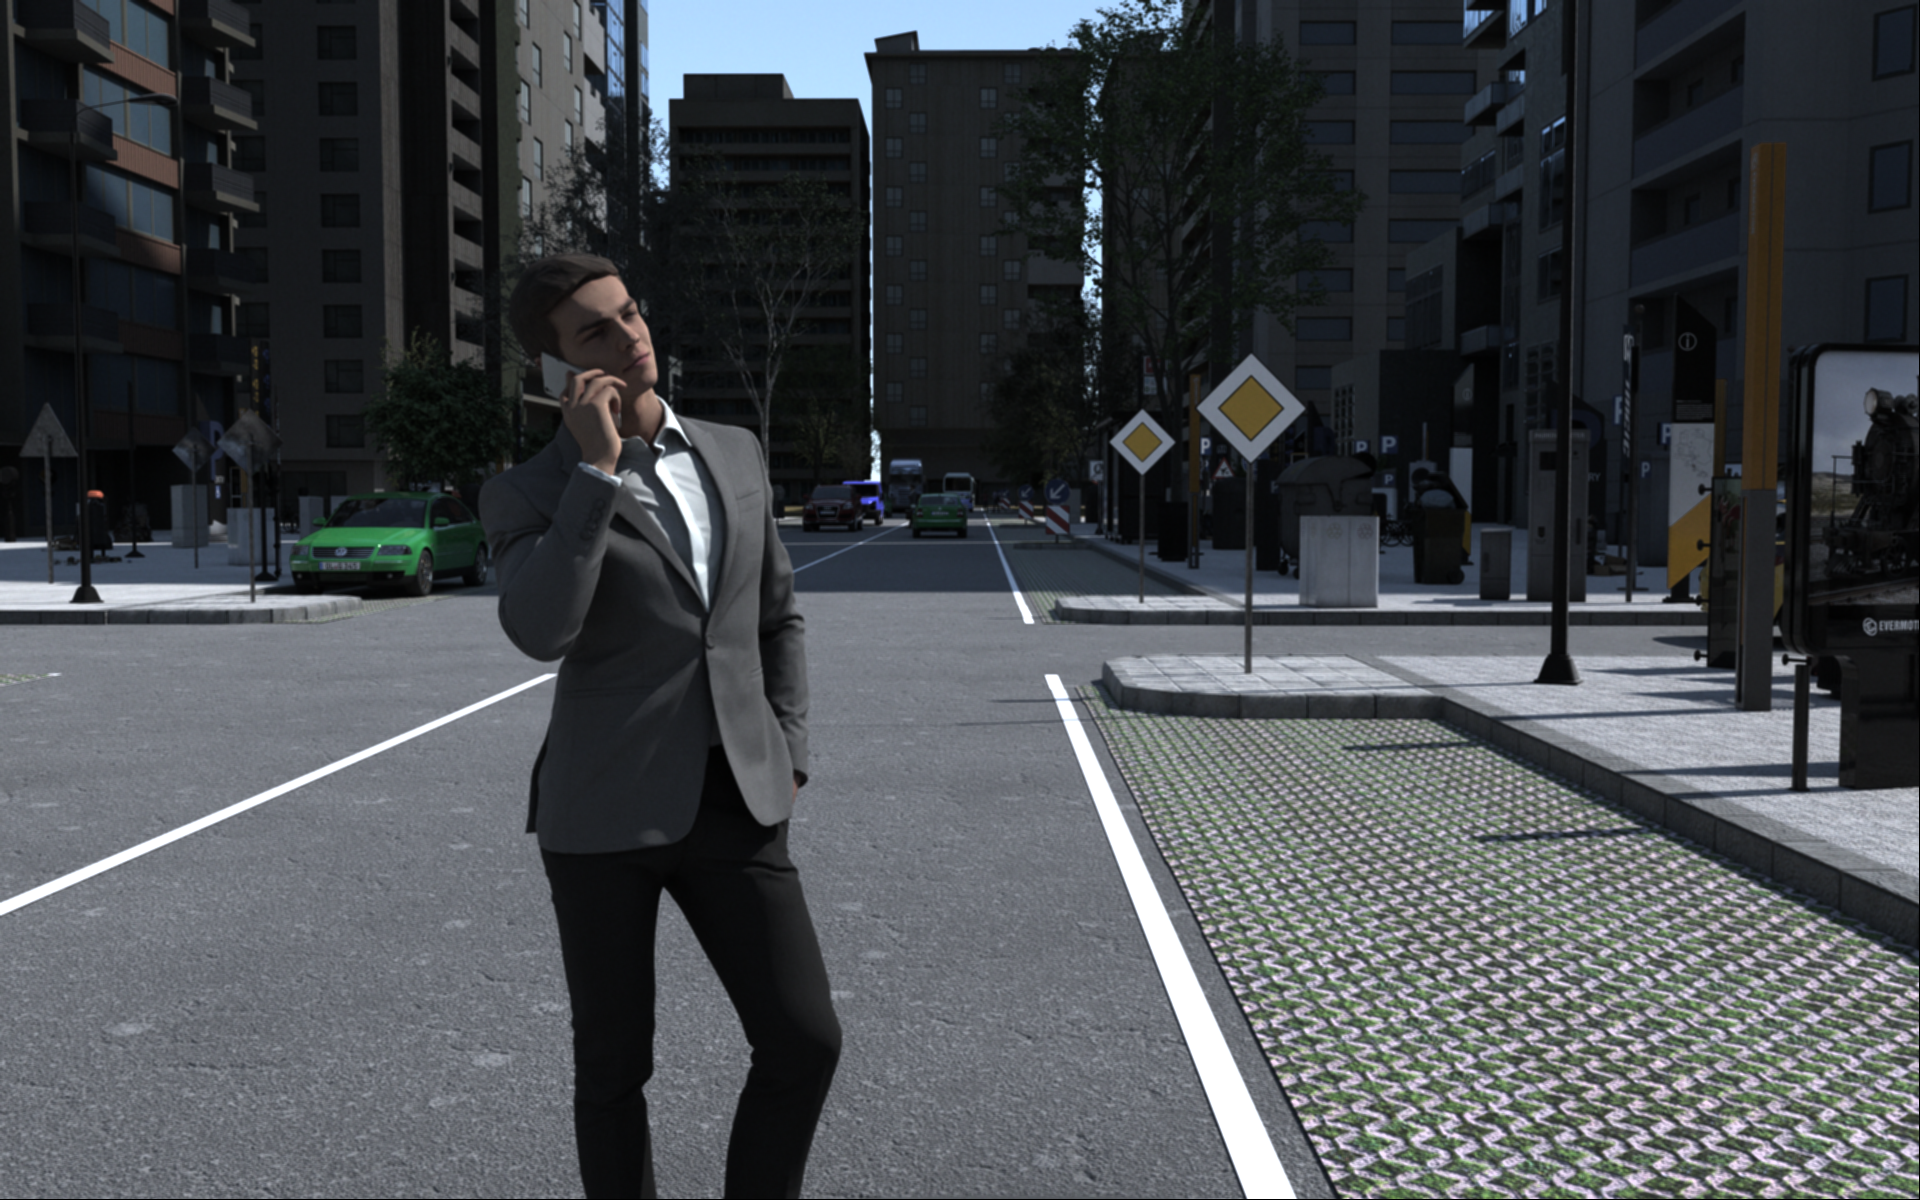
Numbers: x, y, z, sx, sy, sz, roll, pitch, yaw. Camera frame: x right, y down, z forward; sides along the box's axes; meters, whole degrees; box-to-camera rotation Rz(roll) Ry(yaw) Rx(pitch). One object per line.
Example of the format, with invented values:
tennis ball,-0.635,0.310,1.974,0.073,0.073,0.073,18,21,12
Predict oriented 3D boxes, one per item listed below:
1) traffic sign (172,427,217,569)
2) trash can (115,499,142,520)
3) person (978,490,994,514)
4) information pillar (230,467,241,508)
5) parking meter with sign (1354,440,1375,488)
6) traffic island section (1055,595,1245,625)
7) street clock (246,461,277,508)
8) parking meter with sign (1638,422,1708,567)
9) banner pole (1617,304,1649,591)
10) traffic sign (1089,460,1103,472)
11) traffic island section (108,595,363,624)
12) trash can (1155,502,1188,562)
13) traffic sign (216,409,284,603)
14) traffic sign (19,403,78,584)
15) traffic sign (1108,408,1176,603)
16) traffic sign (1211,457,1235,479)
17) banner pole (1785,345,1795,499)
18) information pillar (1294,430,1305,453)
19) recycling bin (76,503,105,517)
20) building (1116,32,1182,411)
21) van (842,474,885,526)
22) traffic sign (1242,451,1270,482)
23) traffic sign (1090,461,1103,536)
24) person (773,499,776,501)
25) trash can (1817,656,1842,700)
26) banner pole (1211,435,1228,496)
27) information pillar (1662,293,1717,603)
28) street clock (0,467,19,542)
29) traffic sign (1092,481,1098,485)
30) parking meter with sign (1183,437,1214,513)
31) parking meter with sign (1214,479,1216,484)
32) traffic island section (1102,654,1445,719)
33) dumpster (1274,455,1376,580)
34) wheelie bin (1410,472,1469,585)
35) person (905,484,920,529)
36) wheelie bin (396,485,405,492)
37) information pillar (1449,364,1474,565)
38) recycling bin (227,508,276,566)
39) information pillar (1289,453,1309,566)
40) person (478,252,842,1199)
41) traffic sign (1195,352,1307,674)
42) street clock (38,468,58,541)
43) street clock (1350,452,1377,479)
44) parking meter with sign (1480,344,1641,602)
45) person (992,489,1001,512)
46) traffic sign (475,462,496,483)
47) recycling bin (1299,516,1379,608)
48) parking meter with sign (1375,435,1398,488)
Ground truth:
traffic sign,-13.158,-1.749,29.782,0.795,2.450,0.064,0,4,5
trash can,-24.616,-2.426,51.317,0.748,1.137,0.748,0,3,0
person,1.891,-7.202,126.965,1.217,1.743,0.721,1,4,13
information pillar,-19.740,-2.622,47.355,0.304,2.012,0.304,0,4,-6
parking meter with sign,13.569,-3.691,56.606,0.543,3.016,1.738,3,5,44
traffic island section,2.155,0.116,20.389,2.009,0.180,2.903,0,4,1
street clock,-14.655,-1.937,36.247,0.358,2.002,0.471,3,5,42
parking meter with sign,12.397,-2.095,30.515,1.738,3.016,0.543,-1,4,-13
banner pole,8.826,-2.005,22.800,0.401,3.779,0.863,3,4,39
traffic sign,5.222,-3.961,64.863,0.768,2.556,0.104,0,4,3
traffic island section,-8.386,0.109,20.491,2.009,0.180,2.903,0,4,1
trash can,4.073,-1.306,33.001,0.748,1.137,0.748,0,3,0
traffic sign,-8.362,-1.027,20.429,0.795,2.450,0.064,0,4,1
traffic sign,-13.004,-1.511,24.706,0.884,2.594,0.081,0,4,6
traffic sign,2.131,-1.020,20.312,0.795,2.450,0.064,0,4,1
traffic sign,9.165,-3.680,60.173,0.884,2.594,0.081,0,4,3
banner pole,13.913,-2.382,28.968,0.401,3.779,0.863,1,4,11
information pillar,12.358,-4.399,63.280,0.504,3.616,0.183,-1,4,-14
recycling bin,-24.522,-2.222,48.876,0.722,1.027,0.722,-2,4,-28
building,30.795,-37.767,206.736,27.495,52.752,28.713,0,4,1
van,-4.556,-4.631,80.106,2.240,2.365,5.245,0,4,-1
traffic sign,8.094,-2.896,47.453,0.768,2.556,0.104,0,4,4
traffic sign,4.279,-3.124,53.203,0.606,2.300,0.079,0,4,2
person,-18.780,-10.189,175.811,0.721,1.743,1.217,-2,4,-32
trash can,5.704,0.052,10.811,0.748,1.137,0.748,0,3,0
banner pole,10.901,-5.090,73.234,0.863,3.779,0.401,1,4,15
information pillar,8.573,-1.771,20.315,0.504,3.616,0.183,0,4,3
street clock,-25.205,-2.529,45.914,0.471,2.002,0.358,1,4,14
traffic sign,7.247,-5.560,91.019,0.768,2.556,0.104,0,4,5
parking meter with sign,6.976,-3.520,53.814,0.543,3.016,1.738,-3,4,-39
parking meter with sign,13.128,-5.646,88.576,1.738,3.016,0.543,-3,5,-39
traffic island section,2.081,0.604,12.404,2.009,0.180,2.903,0,4,1
dumpster,5.604,-1.274,26.591,1.264,1.857,1.865,0,4,1
wheelie bin,6.814,-1.028,24.710,0.693,1.594,0.980,0,4,-6
person,-1.907,-3.863,71.622,0.822,1.834,0.622,-1,4,-20
wheelie bin,-20.293,-3.367,62.954,0.693,1.594,0.980,-1,4,-23
information pillar,9.010,-2.432,31.115,0.504,3.616,0.183,-2,4,-29
recycling bin,-12.784,-1.149,31.335,0.722,1.027,0.722,-3,4,-39
information pillar,6.094,-1.629,31.124,0.304,2.012,0.304,1,4,15
person,-0.455,0.360,2.788,0.592,1.802,0.473,-1,4,-20
traffic sign,2.058,-0.531,12.327,0.795,2.450,0.064,0,4,1
street clock,-24.926,-2.618,47.379,0.471,2.002,0.358,-2,4,-30
street clock,6.912,-1.546,29.843,0.471,2.002,0.358,0,4,-2
parking meter with sign,7.158,-1.497,20.743,1.738,3.016,0.543,1,4,19
person,2.864,-7.879,137.192,0.709,1.838,0.599,0,4,3
traffic sign,-12.841,-2.867,46.882,0.884,2.594,0.081,0,4,8
recycling bin,4.324,-0.442,19.787,0.722,1.027,0.722,0,4,-6
parking meter with sign,12.546,-3.334,50.767,0.543,3.016,1.738,1,4,14
